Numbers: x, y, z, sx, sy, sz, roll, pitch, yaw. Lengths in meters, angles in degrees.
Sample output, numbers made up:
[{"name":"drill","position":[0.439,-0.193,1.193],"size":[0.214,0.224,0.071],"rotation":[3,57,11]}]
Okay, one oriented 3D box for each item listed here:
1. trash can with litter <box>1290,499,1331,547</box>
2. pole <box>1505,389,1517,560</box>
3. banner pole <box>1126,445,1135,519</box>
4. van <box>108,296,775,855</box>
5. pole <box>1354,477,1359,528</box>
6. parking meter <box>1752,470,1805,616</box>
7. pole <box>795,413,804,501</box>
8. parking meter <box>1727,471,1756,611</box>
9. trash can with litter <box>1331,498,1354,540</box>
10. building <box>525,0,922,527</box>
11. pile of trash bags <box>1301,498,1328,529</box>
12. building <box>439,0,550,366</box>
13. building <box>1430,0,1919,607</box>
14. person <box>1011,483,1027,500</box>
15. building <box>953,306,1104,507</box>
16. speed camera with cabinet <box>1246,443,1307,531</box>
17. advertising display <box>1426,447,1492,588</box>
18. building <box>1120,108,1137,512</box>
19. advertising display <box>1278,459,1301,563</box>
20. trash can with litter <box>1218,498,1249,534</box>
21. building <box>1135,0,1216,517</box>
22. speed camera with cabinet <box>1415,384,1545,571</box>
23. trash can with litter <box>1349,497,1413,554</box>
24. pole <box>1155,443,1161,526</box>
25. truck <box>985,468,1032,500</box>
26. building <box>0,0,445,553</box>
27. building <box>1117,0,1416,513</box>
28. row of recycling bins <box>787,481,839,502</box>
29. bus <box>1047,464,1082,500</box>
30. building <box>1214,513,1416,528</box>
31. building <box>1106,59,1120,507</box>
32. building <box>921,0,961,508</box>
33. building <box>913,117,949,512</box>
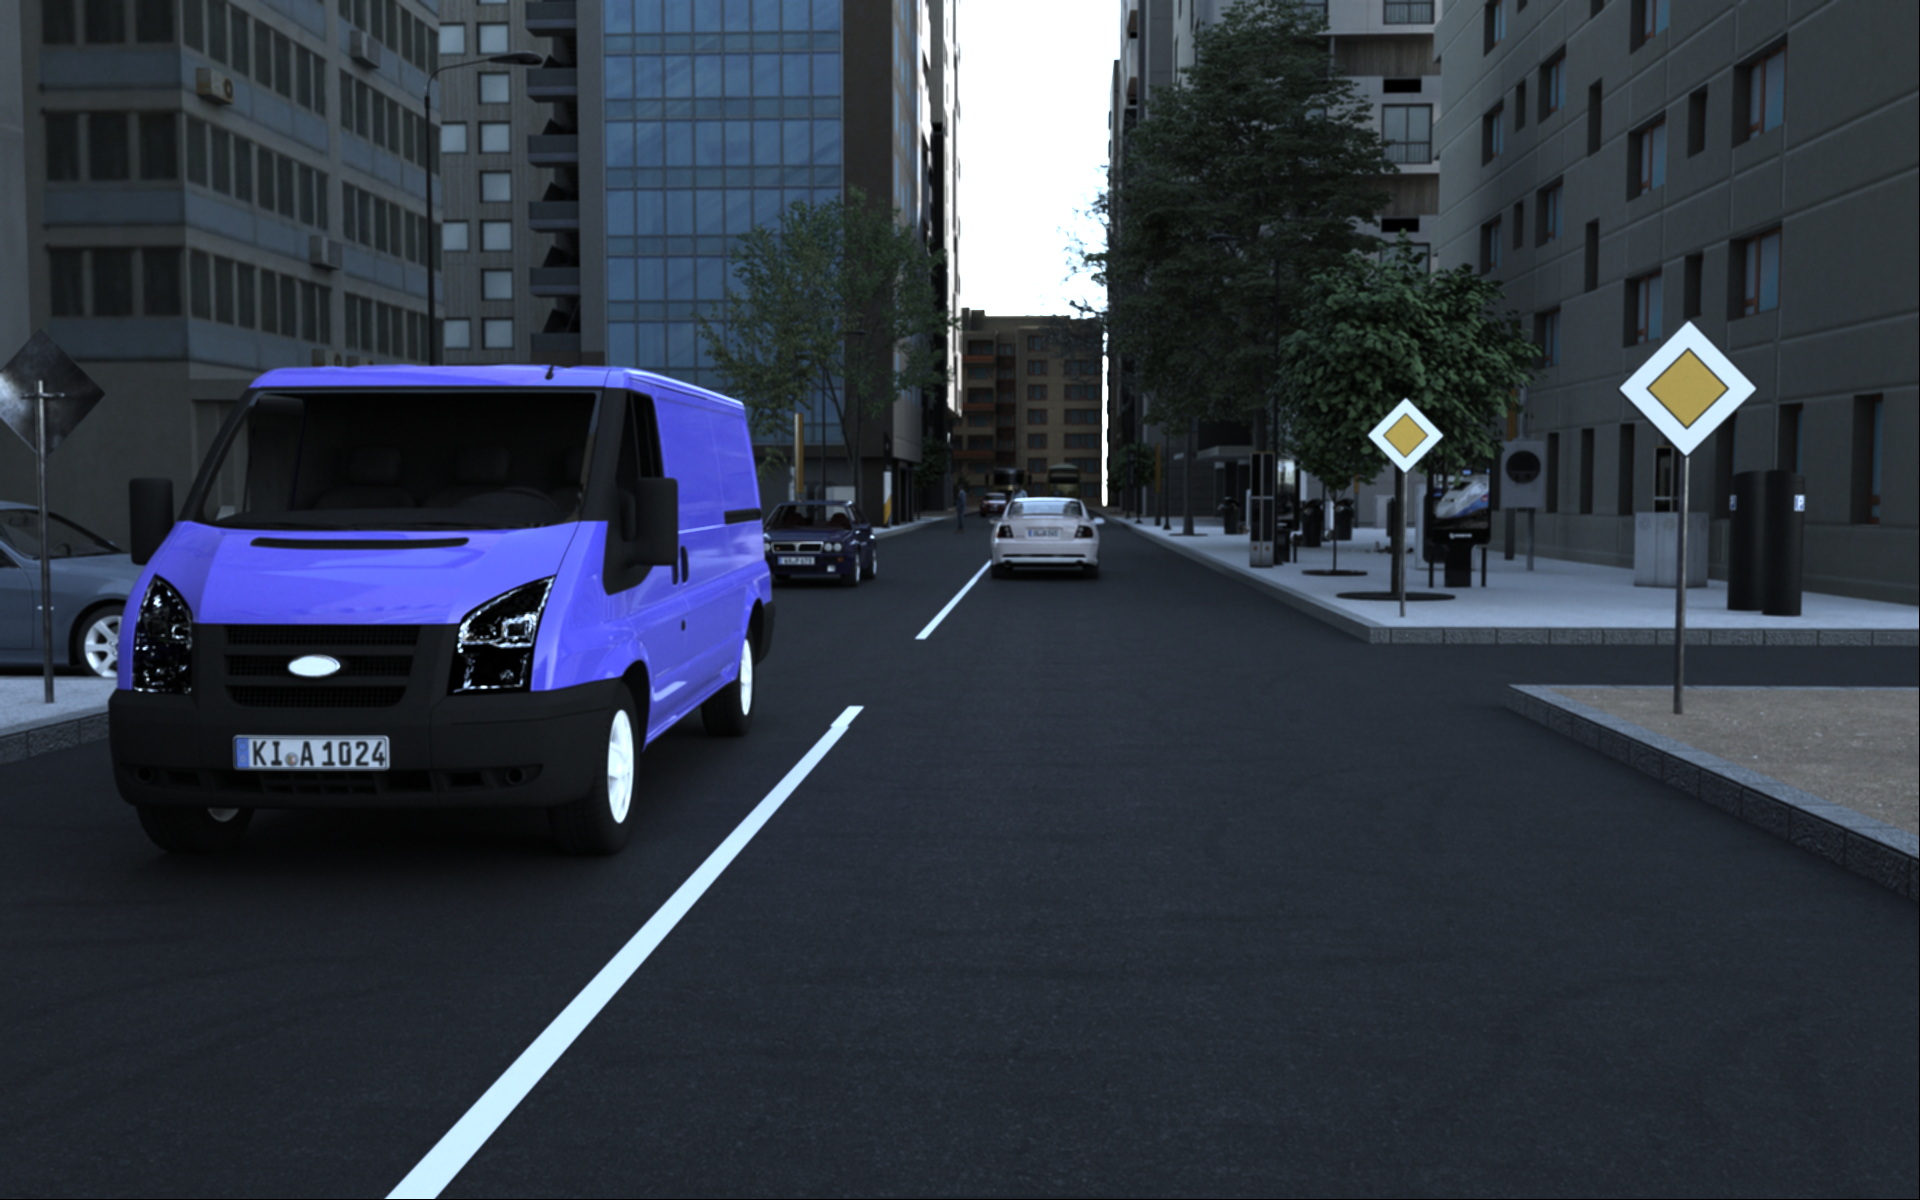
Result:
[{"name":"trash can with litter","position":[8.347,-1.871,41.970],"size":[0.624,1.170,1.055],"rotation":[-2,4,-26]},{"name":"pole","position":[10.714,-2.436,33.672],"size":[0.158,3.312,0.155],"rotation":[0,3,0]},{"name":"banner pole","position":[8.671,-6.013,88.335],"size":[0.401,3.779,0.863],"rotation":[3,5,42]},{"name":"van","position":[-2.223,-0.262,8.674],"size":[2.240,2.365,5.245],"rotation":[0,4,1]},{"name":"pole","position":[14.900,-4.357,65.081],"size":[0.158,3.312,0.155],"rotation":[0,3,0]},{"name":"parking meter","position":[8.706,-0.605,18.306],"size":[0.372,1.533,0.369],"rotation":[0,3,0]},{"name":"pole","position":[-4.067,-3.060,43.872],"size":[0.158,3.312,0.155],"rotation":[0,3,0]},{"name":"parking meter","position":[8.688,-0.654,19.107],"size":[0.372,1.533,0.369],"rotation":[0,3,0]},{"name":"trash can with litter","position":[10.498,-2.246,48.108],"size":[0.624,1.170,1.055],"rotation":[-1,4,-17]},{"name":"building","position":[-9.043,-25.814,72.162],"size":[14.600,45.320,14.200],"rotation":[0,4,3]},{"name":"pile of trash bags","position":[12.375,-3.311,63.887],"size":[3.447,1.369,1.912],"rotation":[0,4,5]},{"name":"building","position":[-16.001,-31.741,108.198],"size":[28.713,52.752,27.495],"rotation":[0,4,3]},{"name":"building","position":[26.038,-11.358,30.750],"size":[28.899,21.520,27.650],"rotation":[0,4,3]},{"name":"person","position":[2.056,-3.042,58.506],"size":[0.793,1.790,0.793],"rotation":[0,4,-5]},{"name":"building","position":[1.020,-21.232,192.190],"size":[28.899,21.520,27.650],"rotation":[0,4,3]},{"name":"speed camera with cabinet","position":[10.953,-4.016,59.995],"size":[2.038,3.252,0.660],"rotation":[3,4,37]},{"name":"advertising display","position":[6.856,-1.137,23.802],"size":[0.974,1.923,0.123],"rotation":[-1,4,-19]},{"name":"building","position":[19.279,-22.085,132.787],"size":[14.160,30.474,14.107],"rotation":[0,4,3]},{"name":"advertising display","position":[6.077,-1.675,32.599],"size":[0.123,1.923,0.974],"rotation":[-1,4,-22]},{"name":"trash can with litter","position":[8.712,-2.668,55.002],"size":[0.624,1.170,1.055],"rotation":[3,5,41]},{"name":"building","position":[21.863,-34.779,110.642],"size":[21.231,58.520,28.212],"rotation":[0,4,3]},{"name":"speed camera with cabinet","position":[8.693,-2.119,28.974],"size":[2.038,3.252,0.660],"rotation":[1,4,17]},{"name":"trash can with litter","position":[9.354,-1.642,37.903],"size":[1.678,1.210,2.233],"rotation":[1,4,14]},{"name":"pole","position":[7.981,-4.645,69.793],"size":[0.158,3.312,0.155],"rotation":[0,3,0]},{"name":"truck","position":[3.888,-8.380,132.937],"size":[3.469,3.379,9.791],"rotation":[0,4,4]},{"name":"building","position":[-23.564,-20.745,31.065],"size":[32.217,40.220,23.993],"rotation":[0,4,3]},{"name":"building","position":[27.888,-34.464,152.723],"size":[28.713,52.752,27.495],"rotation":[0,4,3]},{"name":"row of recycling bins","position":[-4.838,-3.054,57.041],"size":[1.069,1.692,3.534],"rotation":[-2,4,-24]},{"name":"bus","position":[8.389,-9.046,139.440],"size":[2.896,3.916,12.252],"rotation":[0,4,4]},{"name":"building","position":[23.926,-29.873,77.668],"size":[28.713,52.752,27.495],"rotation":[0,4,3]},{"name":"building","position":[26.510,-34.371,185.667],"size":[21.600,48.544,21.300],"rotation":[0,4,3]},{"name":"building","position":[-13.502,-34.564,154.358],"size":[27.495,52.752,28.713],"rotation":[0,4,3]},{"name":"building","position":[-8.324,-21.869,129.258],"size":[14.160,30.474,14.107],"rotation":[0,4,3]}]
